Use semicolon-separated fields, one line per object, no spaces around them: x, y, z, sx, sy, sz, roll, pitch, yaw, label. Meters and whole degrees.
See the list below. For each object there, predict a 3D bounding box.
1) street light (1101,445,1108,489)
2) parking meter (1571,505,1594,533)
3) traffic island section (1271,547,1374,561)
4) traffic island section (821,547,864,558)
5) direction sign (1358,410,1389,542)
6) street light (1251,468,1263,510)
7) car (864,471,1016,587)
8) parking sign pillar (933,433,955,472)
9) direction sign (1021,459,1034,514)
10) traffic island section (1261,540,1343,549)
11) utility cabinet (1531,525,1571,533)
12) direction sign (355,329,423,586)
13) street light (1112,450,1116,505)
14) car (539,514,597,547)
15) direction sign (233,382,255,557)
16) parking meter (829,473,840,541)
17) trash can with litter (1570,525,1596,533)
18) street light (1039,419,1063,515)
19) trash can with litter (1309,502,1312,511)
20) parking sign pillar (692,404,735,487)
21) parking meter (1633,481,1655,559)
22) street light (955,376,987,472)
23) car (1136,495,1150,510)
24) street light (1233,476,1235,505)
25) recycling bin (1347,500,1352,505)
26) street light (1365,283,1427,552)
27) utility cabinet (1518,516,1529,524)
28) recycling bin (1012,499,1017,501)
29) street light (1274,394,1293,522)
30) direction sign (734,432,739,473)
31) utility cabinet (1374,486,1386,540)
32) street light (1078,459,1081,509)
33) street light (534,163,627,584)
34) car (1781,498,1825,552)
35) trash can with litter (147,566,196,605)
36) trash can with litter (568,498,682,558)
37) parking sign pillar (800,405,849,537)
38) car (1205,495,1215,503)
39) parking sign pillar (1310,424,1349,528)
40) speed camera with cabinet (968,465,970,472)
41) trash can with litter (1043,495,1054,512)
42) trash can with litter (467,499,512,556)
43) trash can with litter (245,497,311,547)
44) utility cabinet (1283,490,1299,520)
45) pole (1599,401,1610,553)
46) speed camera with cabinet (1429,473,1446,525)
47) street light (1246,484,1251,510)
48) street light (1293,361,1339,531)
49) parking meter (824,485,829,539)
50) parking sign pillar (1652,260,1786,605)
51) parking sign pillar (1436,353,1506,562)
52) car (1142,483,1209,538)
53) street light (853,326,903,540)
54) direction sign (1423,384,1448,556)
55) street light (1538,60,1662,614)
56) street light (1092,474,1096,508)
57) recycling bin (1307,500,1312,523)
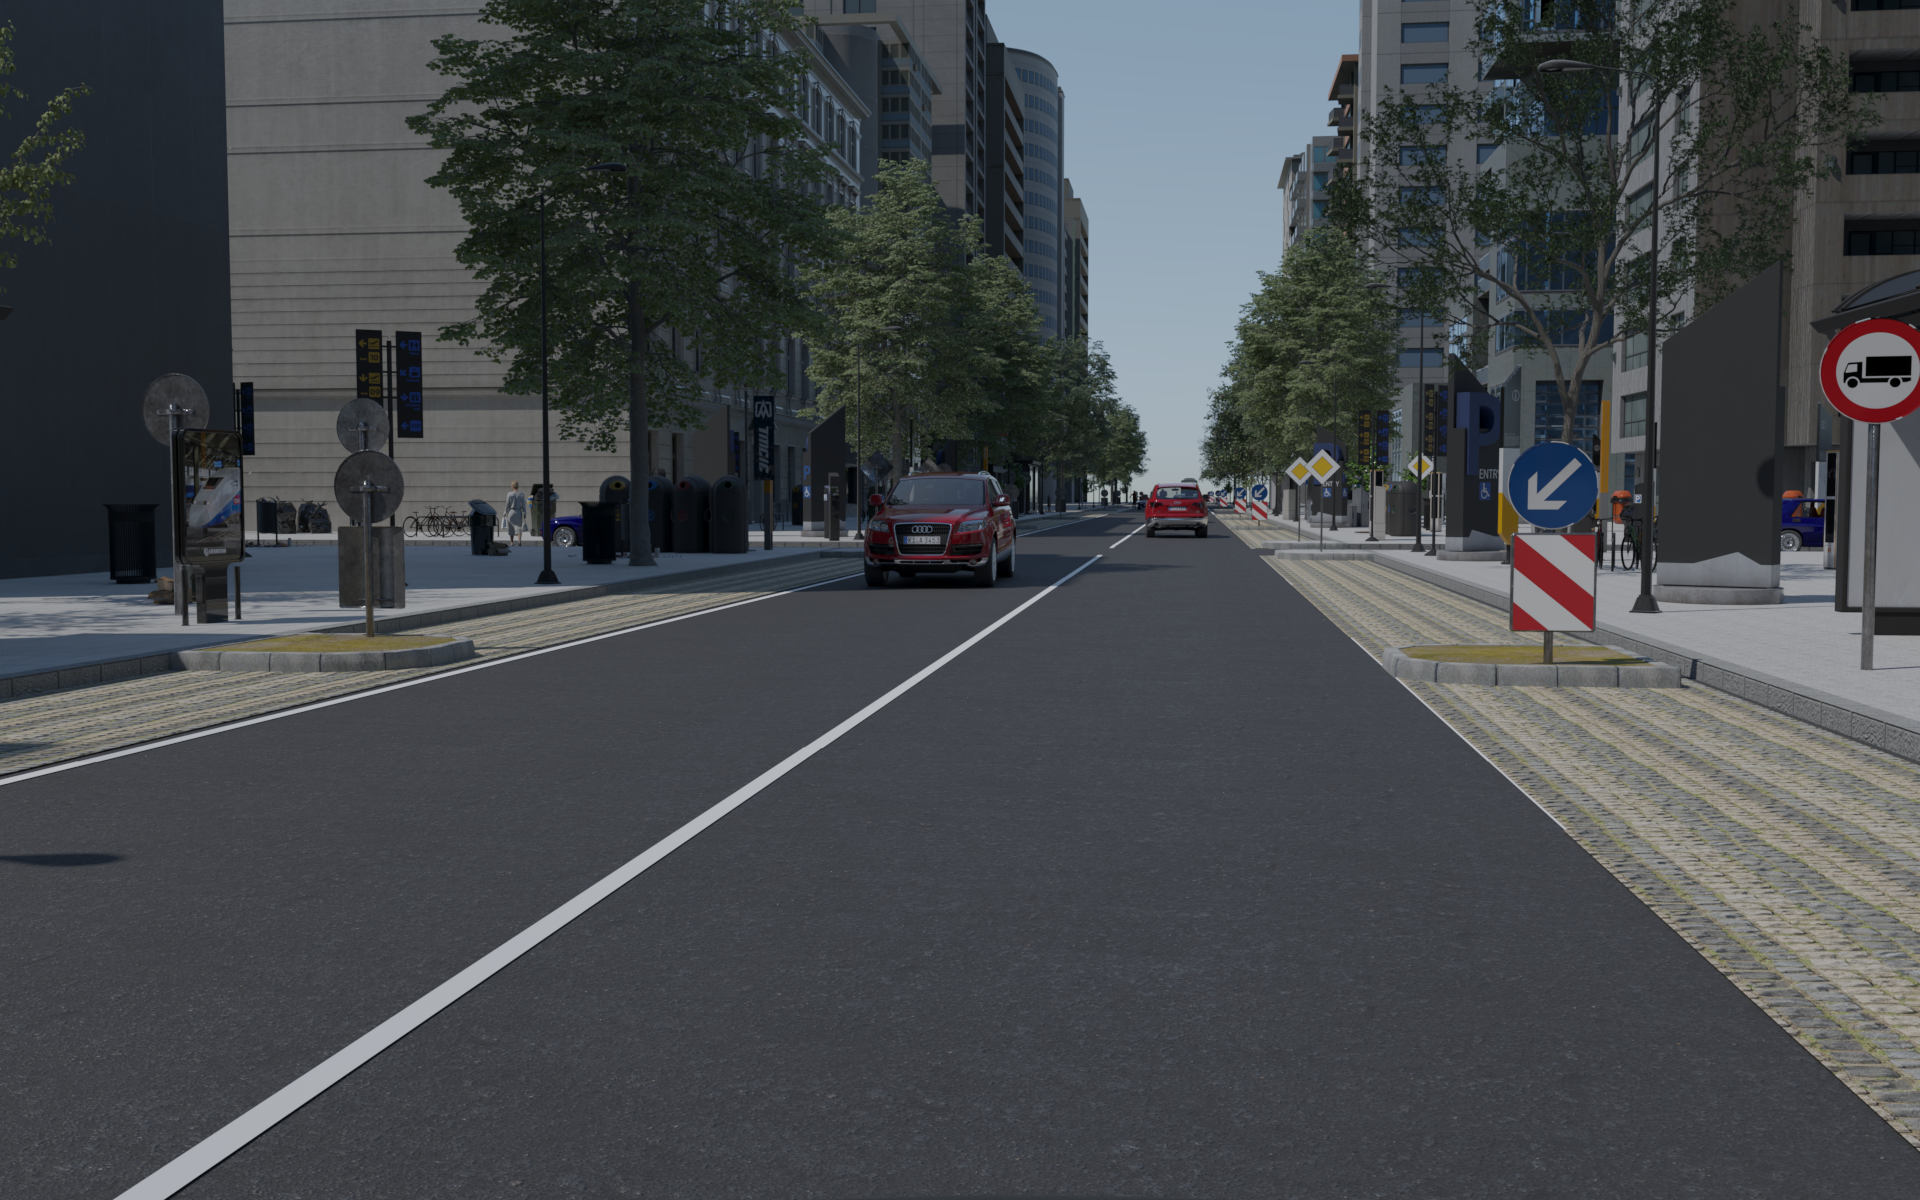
13.191;-11.688;163.641;1.470;5.913;1.316;0;4;8;street light
11.961;-1.684;33.252;0.399;1.863;0.255;1;4;17;parking meter
8.061;-0.995;38.551;2.009;0.180;2.903;0;4;8;traffic island section
-1.942;-1.077;39.886;2.009;0.180;2.903;0;4;8;traffic island section
11.181;-3.358;46.896;0.876;3.537;0.379;-1;4;-12;direction sign
17.664;-7.769;99.557;1.470;5.913;1.316;0;4;8;street light
-0.249;-1.216;28.553;2.281;1.827;5.304;0;4;7;car
-0.599;-5.248;74.272;1.447;3.967;1.447;1;4;21;parking sign pillar
4.362;-7.364;112.404;0.876;3.537;0.379;-1;4;-19;direction sign
9.117;-1.479;46.466;2.009;0.180;2.903;0;4;8;traffic island section
16.281;-2.236;47.718;1.020;1.237;0.306;1;4;23;utility cabinet
-7.897;-1.960;24.049;0.876;3.537;0.379;-2;4;-28;direction sign
15.828;-12.908;183.589;1.470;5.913;1.316;0;4;8;street light
-8.893;-1.996;45.212;3.894;1.354;1.945;0;4;7;car
-14.633;-2.642;35.191;0.876;3.537;0.379;2;4;28;direction sign
-3.437;-2.543;47.292;0.255;1.863;0.399;-1;4;-13;parking meter
18.118;-2.394;50.537;1.055;1.170;0.624;0;4;2;trash can with litter
5.657;-8.263;107.645;1.470;5.913;1.316;0;4;8;street light
14.637;-3.566;69.688;1.055;1.170;0.624;0;4;-5;trash can with litter
-7.460;-3.917;52.518;1.447;3.967;1.447;2;4;28;parking sign pillar
13.450;-1.569;34.072;0.372;1.533;0.369;0;3;0;parking meter
0.379;-5.860;68.344;1.470;5.913;1.316;0;4;8;street light
17.195;-8.957;159.025;1.945;1.354;3.894;0;4;7;car
22.520;-10.043;136.750;1.470;5.913;1.316;0;4;8;street light
17.425;-3.865;75.755;0.722;1.027;0.722;-1;4;-17;recycling bin
9.608;-4.017;38.219;1.470;5.913;1.316;0;4;8;street light
23.697;-3.922;72.797;1.173;1.500;0.318;-1;4;-22;utility cabinet
2.704;-5.072;95.482;0.722;1.027;0.722;-1;4;-13;recycling bin
15.011;-6.571;79.977;1.470;5.913;1.316;0;4;8;street light
-8.364;-4.360;63.288;0.876;3.537;0.379;3;5;41;direction sign
11.714;-2.422;48.277;0.318;1.500;1.173;1;4;13;utility cabinet
7.862;-9.271;124.126;1.470;5.913;1.316;0;4;8;street light
-5.357;-3.178;24.496;1.470;5.913;1.316;0;4;8;street light
20.731;-1.738;41.003;3.894;1.354;1.945;1;4;8;car
-9.057;-0.556;20.473;0.624;1.170;1.055;1;4;14;trash can with litter
-6.902;-1.471;35.109;2.233;1.210;1.678;2;4;27;trash can with litter
-4.065;-3.879;51.890;1.447;3.967;1.447;-3;5;-41;parking sign pillar
38.875;-15.922;270.110;2.009;1.686;4.222;0;4;7;car
14.078;-4.735;65.896;1.447;3.967;1.447;3;5;43;parking sign pillar
0.203;-7.585;118.357;0.660;3.252;2.038;-1;4;-20;speed camera with cabinet
6.387;-6.751;121.430;1.678;1.210;2.233;1;4;8;trash can with litter
-9.801;-1.519;36.222;1.055;1.170;0.624;2;4;35;trash can with litter
-17.143;-1.901;42.133;2.233;1.210;1.678;1;4;12;trash can with litter
16.185;-4.649;84.693;0.318;1.500;1.173;3;4;36;utility cabinet
14.090;-2.693;37.877;0.158;3.312;0.155;0;3;0;pole
20.045;-4.782;72.527;0.660;3.252;2.038;1;4;20;speed camera with cabinet
20.385;-9.004;119.760;1.470;5.913;1.316;0;4;8;street light
12.512;-5.372;60.378;1.470;5.913;1.316;0;4;8;street light
-3.728;-2.538;49.914;0.372;1.533;0.369;0;3;0;parking meter
9.044;-1.963;20.571;1.447;3.967;1.447;3;4;39;parking sign pillar
9.987;-2.752;33.471;1.447;3.967;1.447;-3;4;-36;parking sign pillar
7.262;-3.038;58.339;2.281;1.827;5.304;0;4;6;car
-2.282;-4.627;48.186;1.470;5.913;1.316;0;4;8;street light
9.837;-2.684;35.878;0.876;3.537;0.379;-3;5;-44;direction sign
6.888;-2.820;18.649;1.470;5.913;1.316;0;4;8;street light
10.475;-10.491;144.070;1.470;5.913;1.316;0;4;8;street light
15.757;-3.905;76.395;0.722;1.027;0.722;2;4;34;recycling bin
